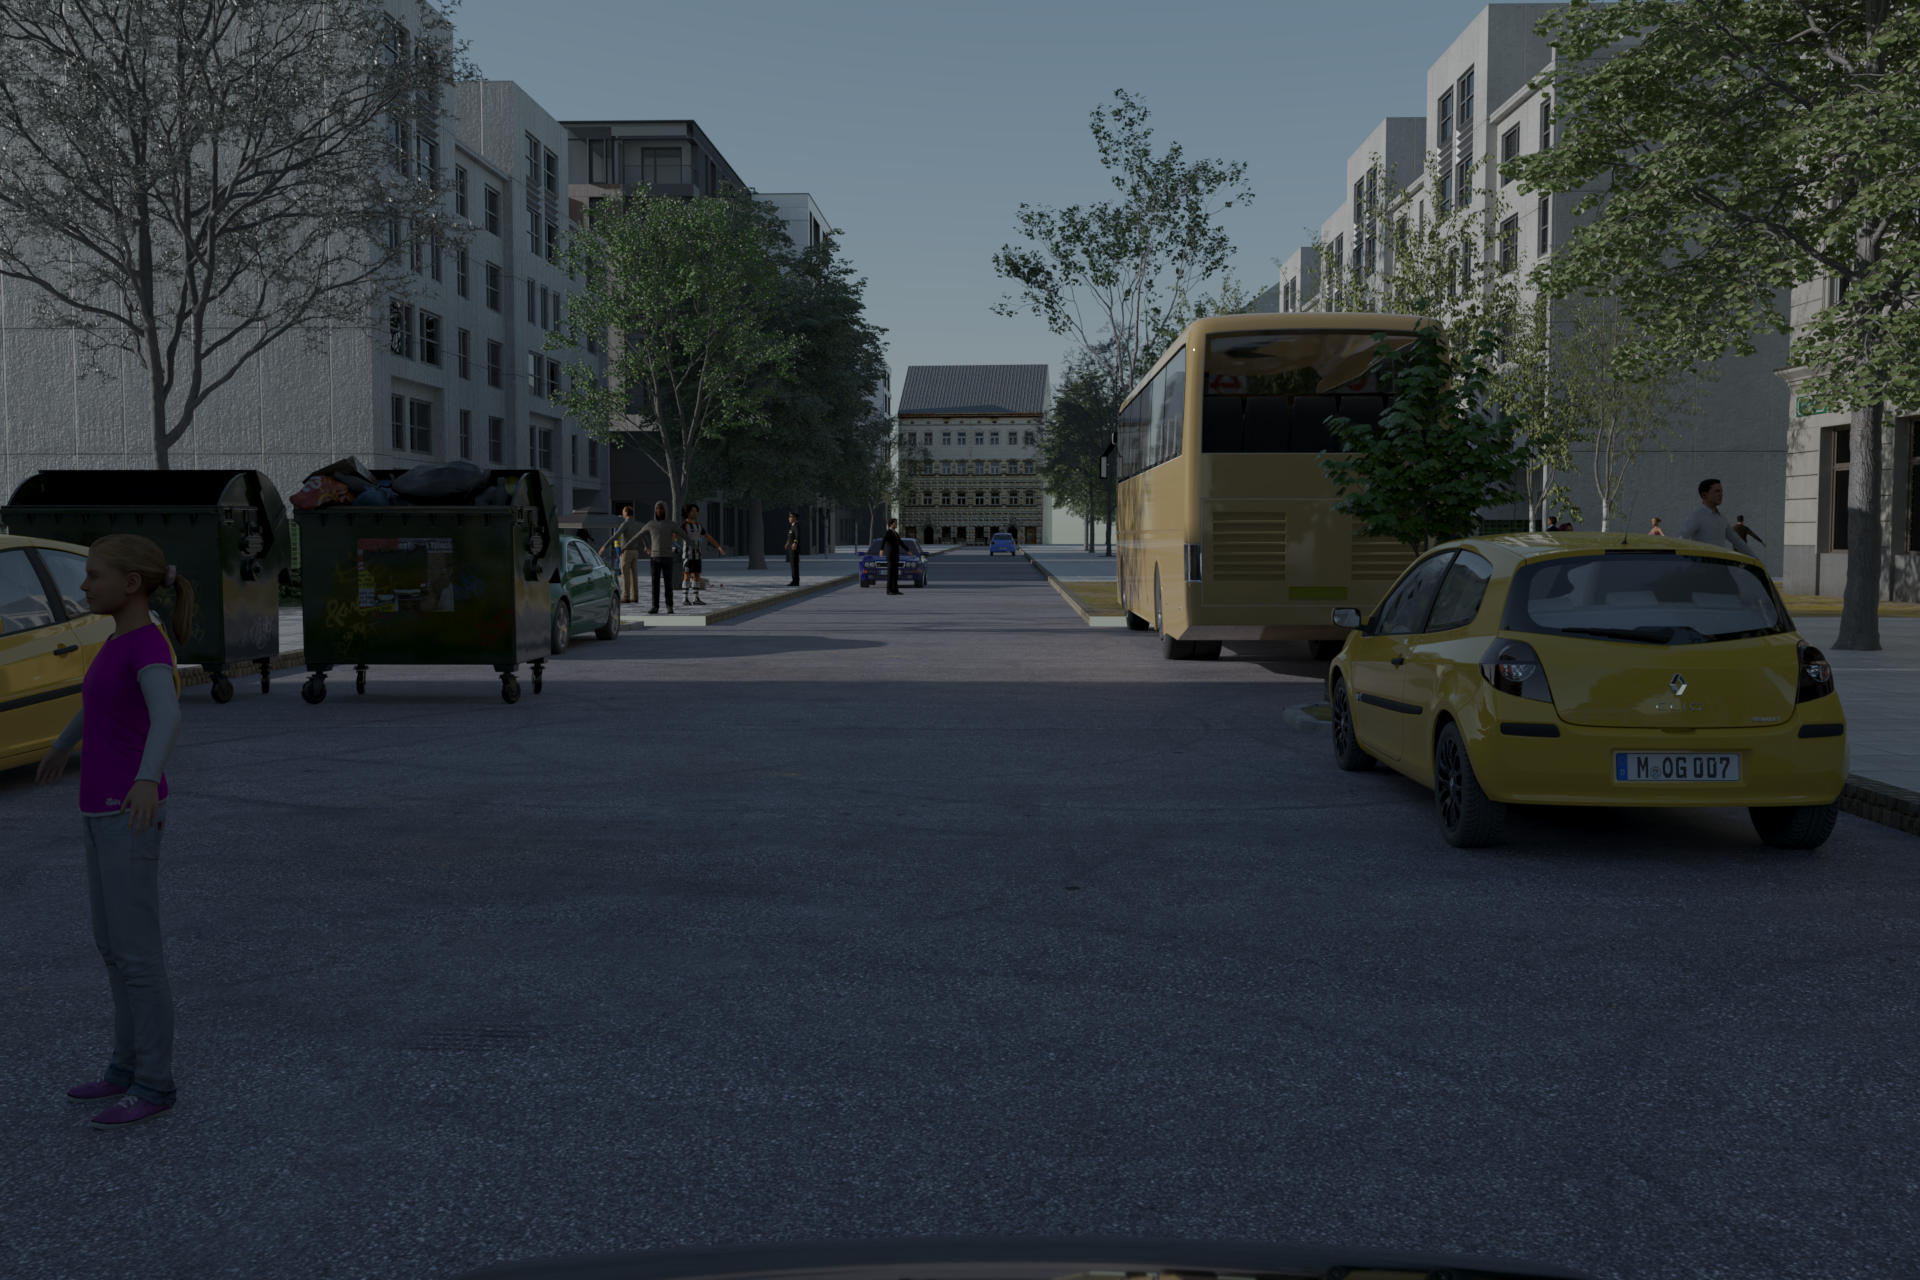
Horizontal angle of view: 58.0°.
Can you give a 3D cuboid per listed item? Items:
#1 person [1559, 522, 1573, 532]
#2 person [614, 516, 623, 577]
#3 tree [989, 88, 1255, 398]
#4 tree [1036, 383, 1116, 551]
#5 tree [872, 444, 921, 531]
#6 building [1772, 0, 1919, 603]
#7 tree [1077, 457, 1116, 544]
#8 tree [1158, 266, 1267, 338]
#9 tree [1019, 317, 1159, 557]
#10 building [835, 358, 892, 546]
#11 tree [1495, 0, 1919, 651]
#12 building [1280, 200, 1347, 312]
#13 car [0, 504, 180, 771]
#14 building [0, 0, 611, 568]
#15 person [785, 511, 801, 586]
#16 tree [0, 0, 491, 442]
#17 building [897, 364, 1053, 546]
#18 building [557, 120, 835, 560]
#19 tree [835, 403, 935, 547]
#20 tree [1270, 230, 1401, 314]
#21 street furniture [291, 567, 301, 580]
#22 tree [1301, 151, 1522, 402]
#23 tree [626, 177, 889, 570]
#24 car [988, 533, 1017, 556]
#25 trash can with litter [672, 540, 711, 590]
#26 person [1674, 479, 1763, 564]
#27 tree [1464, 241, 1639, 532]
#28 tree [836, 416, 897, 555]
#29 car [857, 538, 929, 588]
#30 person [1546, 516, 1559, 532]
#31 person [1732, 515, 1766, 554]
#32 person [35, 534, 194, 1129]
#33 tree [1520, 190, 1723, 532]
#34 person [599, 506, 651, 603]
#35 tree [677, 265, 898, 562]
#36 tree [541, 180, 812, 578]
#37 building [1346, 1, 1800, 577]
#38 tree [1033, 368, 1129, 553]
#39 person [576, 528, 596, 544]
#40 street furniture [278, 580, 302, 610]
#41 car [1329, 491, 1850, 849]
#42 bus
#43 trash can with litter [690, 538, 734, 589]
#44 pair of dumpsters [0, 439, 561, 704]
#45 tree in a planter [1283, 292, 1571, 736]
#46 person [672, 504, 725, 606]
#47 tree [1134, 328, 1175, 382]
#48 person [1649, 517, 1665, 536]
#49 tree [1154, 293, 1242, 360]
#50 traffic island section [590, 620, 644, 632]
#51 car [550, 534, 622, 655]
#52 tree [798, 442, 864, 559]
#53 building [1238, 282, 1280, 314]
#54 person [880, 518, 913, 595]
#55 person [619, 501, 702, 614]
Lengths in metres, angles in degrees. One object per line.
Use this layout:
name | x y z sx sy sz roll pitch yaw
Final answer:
person | 8.188 -0.862 23.302 0.989 1.438 0.599 -2 4 -32
person | -10.126 -2.805 51.824 0.705 1.833 1.349 0 4 4
tree | 6.941 -13.506 76.717 12.611 20.169 13.585 0 3 0
tree | 9.140 -12.953 129.904 7.486 12.596 7.792 0 3 0
tree | -5.714 -11.142 132.534 4.360 8.622 3.978 0 3 0
building | 25.259 -14.603 15.182 17.030 29.872 44.131 0 4 1
tree | 18.923 -19.184 220.315 9.857 13.997 8.962 0 3 0
tree | 7.105 -6.013 48.668 4.737 8.622 4.395 0 3 0
tree | 8.551 -11.448 97.552 12.009 13.543 11.850 0 3 0
building | -22.973 -21.749 199.563 27.936 21.610 32.646 0 4 2
tree | 10.037 -6.187 19.281 7.486 12.596 7.792 0 3 0
building | 29.037 -14.242 99.314 16.747 18.905 31.486 0 4 2
car | -5.928 0.043 9.513 2.015 1.641 3.980 0 4 1
building | -25.759 -12.336 68.146 16.747 18.905 31.486 0 4 2
person | -4.108 -2.248 42.695 0.705 1.837 1.347 -1 4 -13
tree | -11.735 -7.038 25.440 12.009 13.543 11.850 0 3 0
building | 2.329 -23.863 223.548 18.063 23.208 19.493 0 4 7
building | -23.051 -15.807 102.422 27.936 21.610 32.646 0 4 2
tree | -6.315 -11.612 124.265 8.767 10.594 7.601 -2 4 -25
tree | 9.302 -5.629 42.400 4.360 8.622 3.978 0 3 0
street furniture | -14.441 -1.835 45.621 5.734 0.657 10.072 0 4 7
tree | 8.633 -5.027 32.546 4.737 8.622 4.395 0 3 0
tree | -7.351 -9.517 62.252 9.857 13.997 8.962 0 3 0
car | 2.815 -6.424 114.623 1.945 1.707 3.694 0 4 1
trash can with litter | -6.247 -1.736 39.775 1.055 1.170 0.624 0 4 2
person | 7.215 -0.641 16.634 1.344 1.810 0.704 -2 4 -29
tree | 14.731 -5.709 43.705 4.737 8.622 4.395 0 3 0
tree | -6.127 -9.509 105.834 4.737 8.622 4.395 0 3 0
car | -1.799 -2.130 47.406 1.945 1.354 3.894 0 4 1
person | 15.094 -2.305 44.408 1.216 1.740 0.721 -2 4 -34
person | 21.976 -2.608 48.786 1.346 1.812 0.704 3 5 43
person | -2.117 0.456 4.267 0.599 1.433 0.991 -3 4 -39
tree | 14.004 -5.365 38.081 4.360 8.622 3.978 0 3 0
person | -6.173 -1.586 32.208 0.705 1.796 1.348 2 4 31
tree | -7.712 -10.503 78.379 9.857 13.997 8.962 0 3 0
tree | -8.198 -7.622 50.381 9.928 11.665 9.643 0 3 0
building | 26.185 -12.224 66.313 16.747 18.905 31.486 0 4 2
tree | 8.838 -12.277 118.850 7.486 12.596 7.792 0 3 0
person | -13.438 -3.410 61.947 0.705 1.806 1.347 1 4 18
street furniture | -11.736 -1.067 33.077 5.734 0.657 10.072 -2 4 -26
car | 3.115 0.056 9.316 2.015 1.641 3.980 0 4 1
bus | 3.582 -1.896 22.550 2.896 3.916 12.252 0 4 2
trash can with litter | -6.182 -1.877 41.746 1.678 1.210 2.233 0 4 1
pair of dumpsters | -5.814 -0.615 15.004 4.436 2.255 1.574 0 4 2
tree in a planter | 3.472 -0.957 12.865 1.991 3.239 1.994 0 4 2
person | -4.808 -1.530 31.154 0.704 1.843 1.345 3 5 43
tree | 7.585 -6.890 63.018 4.360 8.622 3.978 0 3 0
person | 18.611 -2.432 46.560 0.721 1.733 1.217 -1 4 -13
tree | 7.753 -6.344 54.089 4.737 8.622 4.395 0 3 0
traffic island section | -5.895 -0.212 26.337 1.991 0.108 1.994 0 4 2
car | -5.602 -0.632 22.130 2.131 1.459 4.920 0 4 1
tree | -6.967 -8.515 89.586 4.360 8.622 3.978 0 3 0
building | 28.378 -19.396 148.049 19.493 23.208 18.063 0 4 2
person | -1.553 -1.965 40.767 0.705 1.806 1.347 2 4 30
person | -4.804 -1.329 27.853 1.348 1.813 0.705 0 4 3
